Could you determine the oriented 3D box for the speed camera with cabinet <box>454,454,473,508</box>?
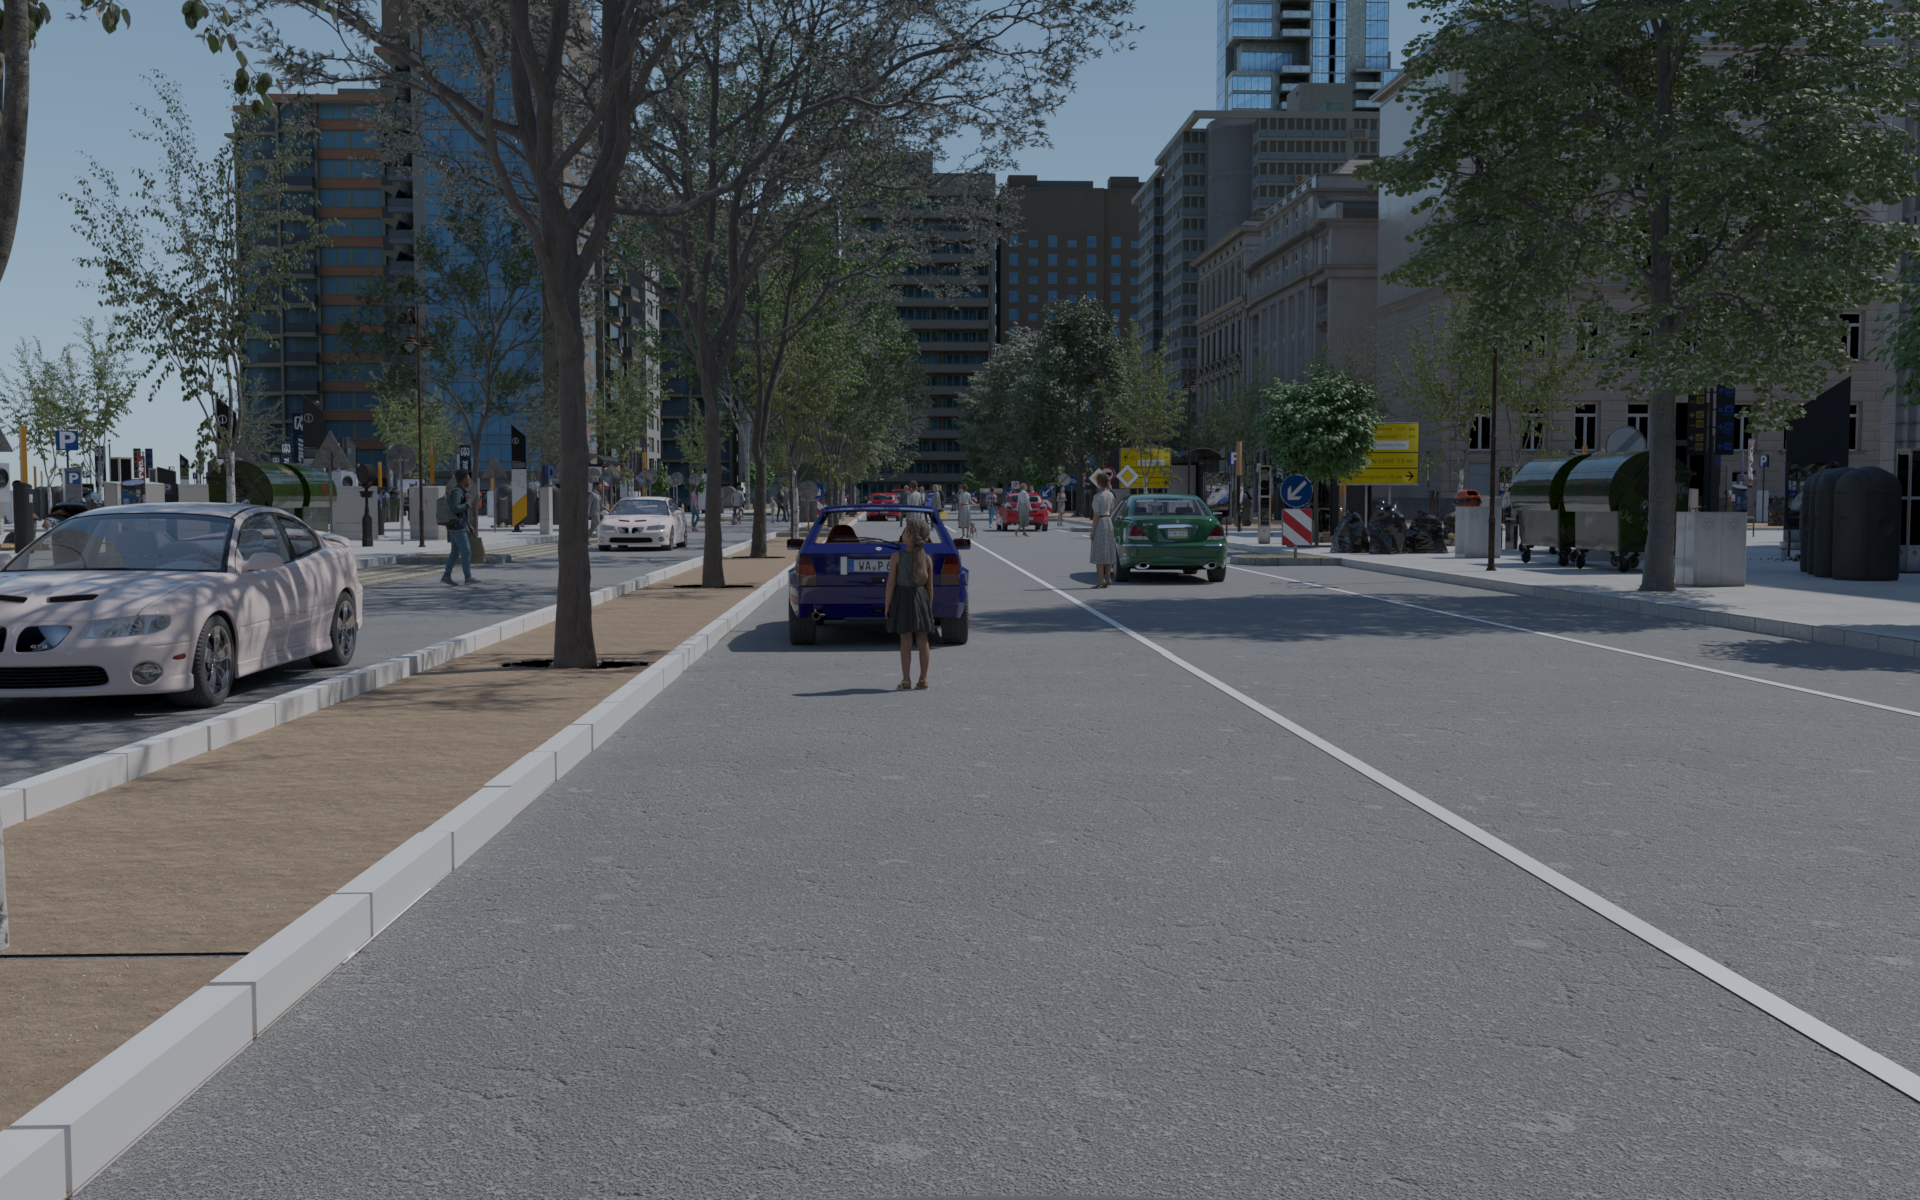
[{"bbox_3d":[-25.057,-5.572,85.441,0.660,3.252,2.038,2,4,25],"label":"speed camera with cabinet"}]

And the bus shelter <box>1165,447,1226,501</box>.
[{"bbox_3d":[10.419,-5.133,77.852,2.014,3.302,5.546,0,4,-2],"label":"bus shelter"}]

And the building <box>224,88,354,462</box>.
[{"bbox_3d":[-62.910,-32.750,190.093,28.867,44.769,22.147,0,4,-2],"label":"building"}]

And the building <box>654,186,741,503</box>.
[{"bbox_3d":[-45.879,-36.285,247.885,28.867,44.769,22.147,0,4,-2],"label":"building"}]

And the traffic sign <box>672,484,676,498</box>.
[{"bbox_3d":[-20.642,-7.638,124.988,0.768,2.556,0.104,0,4,0],"label":"traffic sign"}]

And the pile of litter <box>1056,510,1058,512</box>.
[{"bbox_3d":[6.440,-6.860,126.129,1.176,0.858,1.719,-2,4,-28],"label":"pile of litter"}]

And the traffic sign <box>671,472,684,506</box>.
[{"bbox_3d":[-16.444,-6.151,100.679,0.768,2.556,0.104,0,4,3],"label":"traffic sign"}]

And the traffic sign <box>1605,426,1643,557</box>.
[{"bbox_3d":[12.431,-1.978,32.445,0.768,2.556,0.104,0,4,1],"label":"traffic sign"}]

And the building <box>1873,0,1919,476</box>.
[{"bbox_3d":[30.158,-11.698,33.060,13.314,21.916,24.055,0,4,-2],"label":"building"}]

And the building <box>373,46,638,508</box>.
[{"bbox_3d":[-43.236,-31.398,167.979,22.147,44.769,28.867,0,4,-2],"label":"building"}]

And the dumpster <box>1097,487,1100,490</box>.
[{"bbox_3d":[8.963,-6.616,113.935,1.264,1.857,1.865,0,4,-2],"label":"dumpster"}]

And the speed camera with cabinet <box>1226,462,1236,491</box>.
[{"bbox_3d":[17.339,-7.249,112.850,0.660,3.252,2.038,1,4,19],"label":"speed camera with cabinet"}]

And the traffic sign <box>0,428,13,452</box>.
[{"bbox_3d":[-12.424,-1.343,21.958,0.884,2.594,0.081,0,4,6],"label":"traffic sign"}]

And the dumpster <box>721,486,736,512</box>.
[{"bbox_3d":[-16.960,-7.377,126.368,1.264,1.857,1.865,0,4,-2],"label":"dumpster"}]

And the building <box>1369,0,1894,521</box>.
[{"bbox_3d":[34.660,-17.752,87.505,25.104,27.353,12.463,0,4,-2],"label":"building"}]

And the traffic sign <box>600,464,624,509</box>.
[{"bbox_3d":[-11.596,-3.305,57.686,0.795,2.450,0.064,0,4,-2],"label":"traffic sign"}]

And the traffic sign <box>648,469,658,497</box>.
[{"bbox_3d":[-15.753,-5.381,88.085,0.768,2.556,0.104,0,4,5],"label":"traffic sign"}]

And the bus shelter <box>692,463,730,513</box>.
[{"bbox_3d":[-16.573,-7.433,115.453,2.014,3.302,5.546,0,4,-2],"label":"bus shelter"}]

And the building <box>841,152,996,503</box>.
[{"bbox_3d":[-6.042,-38.180,247.939,21.600,48.544,21.300,0,4,-2],"label":"building"}]

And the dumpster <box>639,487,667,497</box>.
[{"bbox_3d":[-18.927,-6.367,106.595,1.502,2.255,1.985,0,4,-2],"label":"dumpster"}]

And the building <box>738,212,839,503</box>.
[{"bbox_3d":[-24.072,-34.304,244.457,14.086,41.232,14.154,0,4,-2],"label":"building"}]

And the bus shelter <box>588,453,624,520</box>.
[{"bbox_3d":[-18.437,-5.737,87.731,2.014,3.302,5.546,0,4,-2],"label":"bus shelter"}]

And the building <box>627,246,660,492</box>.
[{"bbox_3d":[-41.303,-25.896,195.096,14.107,30.474,14.160,0,4,-2],"label":"building"}]

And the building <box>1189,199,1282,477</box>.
[{"bbox_3d":[24.583,-18.543,132.054,11.050,23.489,19.941,0,4,-2],"label":"building"}]

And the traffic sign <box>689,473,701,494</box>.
[{"bbox_3d":[-16.293,-6.503,106.429,0.768,2.556,0.104,0,4,3],"label":"traffic sign"}]

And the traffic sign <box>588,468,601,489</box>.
[{"bbox_3d":[-17.854,-5.148,84.280,0.768,2.556,0.104,0,4,-1],"label":"traffic sign"}]

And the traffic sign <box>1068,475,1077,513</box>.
[{"bbox_3d":[7.538,-7.120,116.522,0.768,2.556,0.104,0,4,1],"label":"traffic sign"}]

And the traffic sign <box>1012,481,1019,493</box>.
[{"bbox_3d":[4.403,-8.296,137.770,0.606,2.300,0.079,0,4,6],"label":"traffic sign"}]

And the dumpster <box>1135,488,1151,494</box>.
[{"bbox_3d":[9.191,-5.370,90.286,1.502,2.255,1.985,0,4,-2],"label":"dumpster"}]

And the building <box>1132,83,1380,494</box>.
[{"bbox_3d":[32.827,-29.127,168.107,32.217,40.220,23.993,0,4,-2],"label":"building"}]

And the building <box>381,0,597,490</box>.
[{"bbox_3d":[-39.041,-30.345,146.253,14.600,45.320,14.200,0,4,-2],"label":"building"}]

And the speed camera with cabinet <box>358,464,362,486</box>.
[{"bbox_3d":[-39.992,-7.267,113.146,2.038,3.252,0.660,-1,4,-16],"label":"speed camera with cabinet"}]

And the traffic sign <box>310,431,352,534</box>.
[{"bbox_3d":[-12.928,-2.176,35.582,0.884,2.594,0.081,0,4,5],"label":"traffic sign"}]

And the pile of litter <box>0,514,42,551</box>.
[{"bbox_3d":[-21.398,-1.562,39.509,1.719,0.858,1.176,1,4,19],"label":"pile of litter"}]

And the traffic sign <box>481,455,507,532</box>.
[{"bbox_3d":[-15.551,-3.537,57.835,0.884,2.594,0.081,0,4,2],"label":"traffic sign"}]

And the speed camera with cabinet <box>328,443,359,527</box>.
[{"bbox_3d":[-24.406,-4.445,67.015,0.660,3.252,2.038,2,4,25],"label":"speed camera with cabinet"}]

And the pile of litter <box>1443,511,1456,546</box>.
[{"bbox_3d":[12.087,-1.775,42.992,1.176,0.858,1.719,-1,4,-21],"label":"pile of litter"}]

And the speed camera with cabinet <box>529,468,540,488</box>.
[{"bbox_3d":[-32.786,-8.412,131.874,0.660,3.252,2.038,1,4,20],"label":"speed camera with cabinet"}]

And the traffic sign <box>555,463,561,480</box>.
[{"bbox_3d":[-16.049,-4.286,70.179,0.768,2.556,0.104,0,4,7],"label":"traffic sign"}]

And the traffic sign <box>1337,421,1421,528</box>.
[{"bbox_3d":[11.761,-3.354,48.707,2.265,3.308,0.079,0,4,6],"label":"traffic sign"}]

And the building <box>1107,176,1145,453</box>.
[{"bbox_3d":[26.649,-36.512,247.081,14.200,45.320,14.600,0,4,-2],"label":"building"}]

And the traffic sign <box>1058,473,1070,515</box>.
[{"bbox_3d":[6.415,-6.525,106.784,0.768,2.556,0.104,0,4,-1],"label":"traffic sign"}]

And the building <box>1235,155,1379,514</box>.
[{"bbox_3d":[26.393,-16.403,109.983,13.314,21.916,24.055,0,4,-2],"label":"building"}]

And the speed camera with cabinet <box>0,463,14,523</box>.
[{"bbox_3d":[-41.978,-5.004,76.158,0.660,3.252,2.038,0,4,7],"label":"speed camera with cabinet"}]

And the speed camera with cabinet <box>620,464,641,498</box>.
[{"bbox_3d":[-21.578,-7.289,113.511,0.660,3.252,2.038,1,4,16],"label":"speed camera with cabinet"}]

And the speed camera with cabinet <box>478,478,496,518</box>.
[{"bbox_3d":[-25.904,-6.139,94.716,2.038,3.252,0.660,-1,4,-16],"label":"speed camera with cabinet"}]

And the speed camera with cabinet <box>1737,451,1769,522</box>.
[{"bbox_3d":[36.325,-5.201,79.366,0.660,3.252,2.038,0,4,-1],"label":"speed camera with cabinet"}]

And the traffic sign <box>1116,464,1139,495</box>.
[{"bbox_3d":[5.635,-3.347,58.362,0.795,2.450,0.064,0,4,-2],"label":"traffic sign"}]

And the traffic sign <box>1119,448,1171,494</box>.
[{"bbox_3d":[8.122,-5.020,75.949,2.265,3.308,0.079,0,4,1],"label":"traffic sign"}]

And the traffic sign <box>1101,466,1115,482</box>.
[{"bbox_3d":[6.658,-4.797,78.537,0.768,2.556,0.104,0,4,6],"label":"traffic sign"}]

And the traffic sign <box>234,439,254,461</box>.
[{"bbox_3d":[-16.825,-2.481,40.560,0.884,2.594,0.081,0,4,3],"label":"traffic sign"}]

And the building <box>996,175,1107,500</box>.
[{"bbox_3d":[12.483,-36.444,245.967,14.200,45.320,14.600,0,4,-2],"label":"building"}]

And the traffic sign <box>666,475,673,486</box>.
[{"bbox_3d":[-17.340,-6.240,103.215,0.795,2.450,0.064,0,4,0],"label":"traffic sign"}]

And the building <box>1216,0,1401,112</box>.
[{"bbox_3d":[49.661,-57.360,250.503,31.000,86.520,22.319,0,4,-2],"label":"building"}]

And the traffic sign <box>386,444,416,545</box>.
[{"bbox_3d":[-14.171,-2.681,43.937,0.768,2.556,0.104,0,4,1],"label":"traffic sign"}]

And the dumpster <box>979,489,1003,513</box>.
[{"bbox_3d":[2.410,-7.752,134.955,1.865,1.857,1.264,0,4,-4],"label":"dumpster"}]

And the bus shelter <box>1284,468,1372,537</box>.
[{"bbox_3d":[11.572,-3.921,55.396,1.731,3.624,6.357,0,4,-2],"label":"bus shelter"}]
